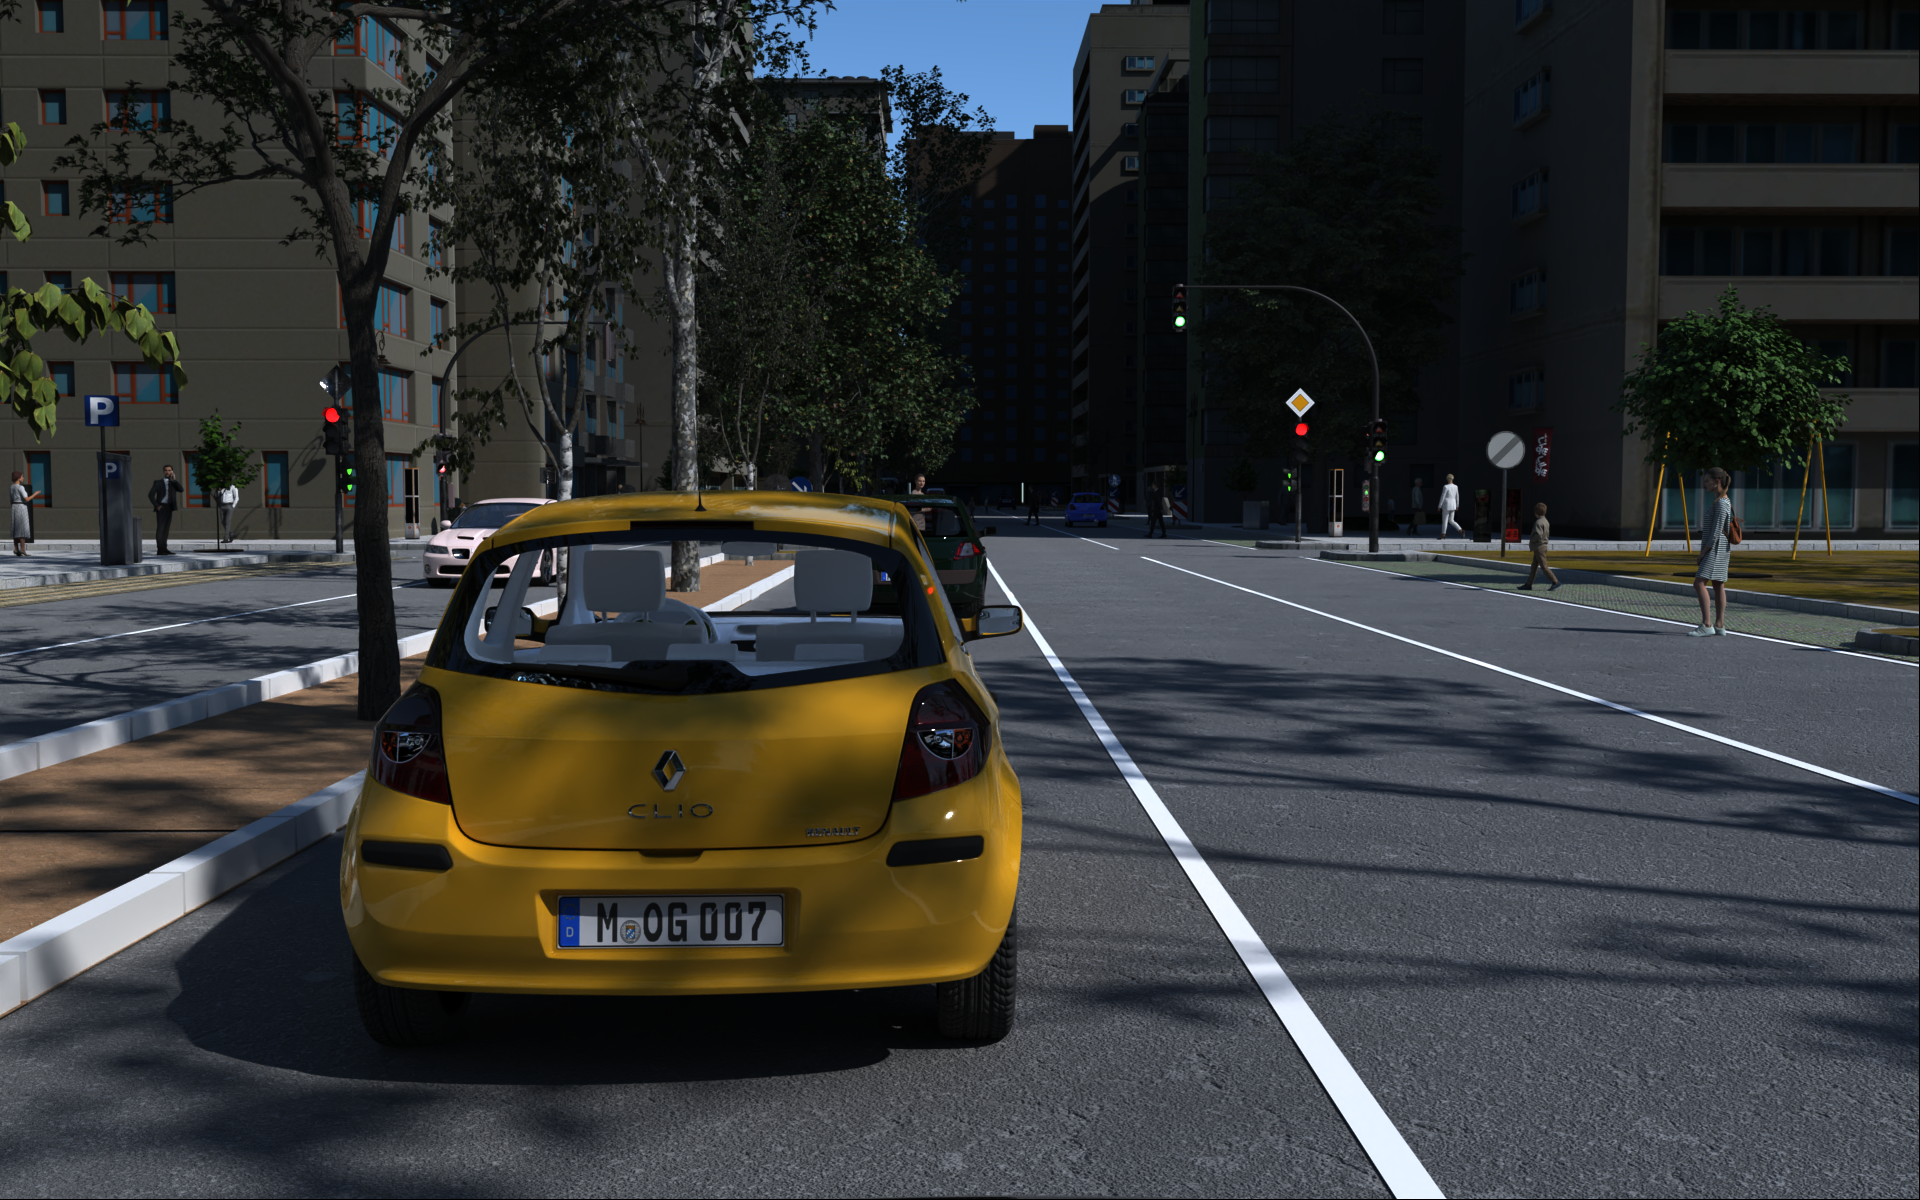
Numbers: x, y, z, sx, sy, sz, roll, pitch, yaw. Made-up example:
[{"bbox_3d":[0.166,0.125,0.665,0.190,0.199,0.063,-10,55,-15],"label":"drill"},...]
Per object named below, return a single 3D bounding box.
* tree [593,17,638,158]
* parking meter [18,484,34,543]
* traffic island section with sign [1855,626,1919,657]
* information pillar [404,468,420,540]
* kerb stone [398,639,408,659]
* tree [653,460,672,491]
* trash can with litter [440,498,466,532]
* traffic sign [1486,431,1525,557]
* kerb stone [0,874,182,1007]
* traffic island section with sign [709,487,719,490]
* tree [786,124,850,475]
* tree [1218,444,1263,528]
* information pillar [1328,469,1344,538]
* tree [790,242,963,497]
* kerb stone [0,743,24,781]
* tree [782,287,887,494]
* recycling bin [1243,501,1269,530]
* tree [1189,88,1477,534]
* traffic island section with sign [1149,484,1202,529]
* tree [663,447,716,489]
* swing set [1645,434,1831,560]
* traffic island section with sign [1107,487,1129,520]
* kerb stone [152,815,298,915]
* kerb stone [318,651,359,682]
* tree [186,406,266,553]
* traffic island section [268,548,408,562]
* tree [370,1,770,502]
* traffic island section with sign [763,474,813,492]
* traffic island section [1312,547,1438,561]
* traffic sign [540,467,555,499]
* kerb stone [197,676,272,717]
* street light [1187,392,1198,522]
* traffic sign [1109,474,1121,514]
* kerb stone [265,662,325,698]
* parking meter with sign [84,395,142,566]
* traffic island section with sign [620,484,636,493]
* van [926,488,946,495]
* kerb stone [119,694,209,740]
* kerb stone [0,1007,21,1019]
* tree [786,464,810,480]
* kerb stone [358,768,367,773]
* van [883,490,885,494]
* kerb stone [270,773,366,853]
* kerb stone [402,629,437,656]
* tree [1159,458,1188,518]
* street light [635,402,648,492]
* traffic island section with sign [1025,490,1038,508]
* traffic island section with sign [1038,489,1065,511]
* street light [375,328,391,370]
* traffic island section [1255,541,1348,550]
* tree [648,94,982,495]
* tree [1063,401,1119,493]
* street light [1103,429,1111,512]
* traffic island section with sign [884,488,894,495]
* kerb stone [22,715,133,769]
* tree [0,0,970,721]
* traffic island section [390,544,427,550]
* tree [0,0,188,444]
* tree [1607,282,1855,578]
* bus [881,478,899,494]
[{"bbox_3d":[-5.245,-10.229,25.589,12.611,20.169,13.585,0,3,0],"label":"tree"},{"bbox_3d":[-24.395,-2.250,45.195,0.372,1.533,0.369,0,3,0],"label":"parking meter"},{"bbox_3d":[9.326,-0.429,15.650,1.989,1.847,2.006,0,4,-1],"label":"traffic island section with sign"},{"bbox_3d":[-15.486,-2.718,48.930,0.304,2.012,0.304,1,4,12],"label":"information pillar"},{"bbox_3d":[-4.884,0.469,14.591,0.120,0.150,1.000,0,4,-1],"label":"kerb stone"},{"bbox_3d":[-16.351,-6.367,98.695,1.663,3.219,1.824,0,3,0],"label":"tree"},{"bbox_3d":[-15.768,-2.593,53.789,0.624,1.170,1.055,0,4,0],"label":"trash can with litter"},{"bbox_3d":[11.065,-2.147,35.212,0.768,2.556,0.104,0,4,4],"label":"traffic sign"},{"bbox_3d":[-2.682,1.030,5.358,0.120,0.150,1.000,0,4,-1],"label":"kerb stone"},{"bbox_3d":[-13.867,-5.446,97.663,1.989,1.847,2.006,0,4,-1],"label":"traffic island section with sign"},{"bbox_3d":[-4.223,-4.997,34.522,4.360,8.622,3.978,0,3,0],"label":"tree"},{"bbox_3d":[11.002,-4.415,66.794,1.663,3.219,1.824,0,3,0],"label":"tree"},{"bbox_3d":[11.099,-2.854,51.147,0.304,2.012,0.304,-1,4,-22],"label":"information pillar"},{"bbox_3d":[-4.342,-10.678,83.691,9.857,13.997,8.962,0,3,0],"label":"tree"},{"bbox_3d":[-4.819,0.844,8.436,0.120,0.150,1.000,0,4,-1],"label":"kerb stone"},{"bbox_3d":[-4.305,-6.774,63.578,4.737,8.622,4.395,0,3,0],"label":"tree"},{"bbox_3d":[10.736,-3.074,62.807,0.722,1.027,0.722,3,4,37],"label":"recycling bin"},{"bbox_3d":[11.625,-9.143,56.151,9.857,13.997,8.962,0,3,0],"label":"tree"},{"bbox_3d":[8.748,-3.791,70.604,1.989,1.847,2.006,0,4,-1],"label":"traffic island section with sign"},{"bbox_3d":[-16.389,-7.383,104.425,4.285,4.588,4.351,0,3,0],"label":"tree"},{"bbox_3d":[16.065,-2.343,35.935,3.119,2.851,2.862,3,5,40],"label":"swing set"},{"bbox_3d":[8.453,-5.439,97.558,1.989,1.847,2.006,0,4,-1],"label":"traffic island section with sign"},{"bbox_3d":[-2.696,0.967,6.380,0.120,0.150,1.000,0,4,-1],"label":"kerb stone"},{"bbox_3d":[-4.874,0.532,13.565,0.120,0.150,1.000,0,4,-1],"label":"kerb stone"},{"bbox_3d":[-16.403,-2.664,38.164,1.663,3.219,1.824,0,3,0],"label":"tree"},{"bbox_3d":[-13.552,-0.948,37.787,2.009,0.180,2.903,0,4,-1],"label":"traffic island section"},{"bbox_3d":[-3.957,-3.941,17.249,4.360,8.622,3.978,0,3,0],"label":"tree"},{"bbox_3d":[-4.149,-2.287,45.528,2.006,1.907,1.989,0,4,-1],"label":"traffic island section with sign"},{"bbox_3d":[9.088,-0.963,38.022,2.009,0.180,2.903,0,4,-1],"label":"traffic island section"},{"bbox_3d":[-15.838,-3.939,66.539,0.606,2.300,0.079,0,4,5],"label":"traffic sign"},{"bbox_3d":[-4.850,0.653,11.515,0.120,0.150,1.000,0,4,-1],"label":"kerb stone"},{"bbox_3d":[10.630,-6.480,78.744,0.468,5.910,1.993,0,4,-1],"label":"street light"},{"bbox_3d":[10.046,-6.874,112.495,0.768,2.556,0.104,0,4,4],"label":"traffic sign"},{"bbox_3d":[-4.858,0.591,12.537,0.120,0.150,1.000,0,4,-1],"label":"kerb stone"},{"bbox_3d":[-15.306,-2.151,31.432,0.543,3.016,1.738,-1,4,-12],"label":"parking meter with sign"},{"bbox_3d":[-13.582,-3.797,70.709,1.989,1.847,2.006,0,4,-1],"label":"traffic island section with sign"},{"bbox_3d":[-1.720,-7.295,126.281,2.013,2.044,4.112,0,4,1],"label":"van"},{"bbox_3d":[-4.839,0.716,10.493,0.120,0.150,1.000,0,4,-1],"label":"kerb stone"},{"bbox_3d":[-2.676,1.095,4.329,0.120,0.150,1.000,0,4,-1],"label":"kerb stone"},{"bbox_3d":[-17.393,-12.382,186.162,4.285,4.588,4.351,0,3,0],"label":"tree"},{"bbox_3d":[-2.718,0.842,8.425,0.120,0.150,1.000,0,4,-1],"label":"kerb stone"},{"bbox_3d":[-7.877,-9.890,168.714,2.013,2.044,4.112,0,4,-1],"label":"van"},{"bbox_3d":[-2.708,0.905,7.403,0.120,0.150,1.000,0,4,-1],"label":"kerb stone"},{"bbox_3d":[-4.896,0.403,15.613,0.120,0.150,1.000,0,4,-1],"label":"kerb stone"},{"bbox_3d":[11.545,-5.956,91.983,1.663,3.219,1.824,0,3,0],"label":"tree"},{"bbox_3d":[-16.049,-6.996,87.180,0.468,5.910,1.993,0,4,-1],"label":"street light"},{"bbox_3d":[7.626,-10.175,174.984,1.989,1.847,2.006,0,4,-1],"label":"traffic island section with sign"},{"bbox_3d":[7.921,-8.526,148.031,1.989,1.847,2.006,0,4,-1],"label":"traffic island section with sign"},{"bbox_3d":[-15.590,-4.487,46.149,0.468,5.910,1.993,0,4,-1],"label":"street light"},{"bbox_3d":[9.003,-1.451,46.007,2.009,0.180,2.903,0,4,-1],"label":"traffic island section"},{"bbox_3d":[-4.161,-7.962,49.636,9.611,12.733,9.660,0,3,0],"label":"tree"},{"bbox_3d":[10.000,-11.150,132.665,4.360,8.622,3.978,0,3,0],"label":"tree"},{"bbox_3d":[10.241,-9.047,120.706,0.468,5.910,1.993,0,4,-1],"label":"street light"},{"bbox_3d":[-4.960,-6.882,120.662,2.006,1.907,1.989,0,4,-1],"label":"traffic island section with sign"},{"bbox_3d":[-4.828,0.779,9.462,0.120,0.150,1.000,0,4,-1],"label":"kerb stone"},{"bbox_3d":[-3.658,-4.535,11.019,8.767,10.594,7.601,0,4,-1],"label":"tree"},{"bbox_3d":[-13.637,-1.437,45.771,2.009,0.180,2.903,0,4,-1],"label":"traffic island section"},{"bbox_3d":[-3.800,-3.173,4.704,4.737,8.622,4.395,0,3,0],"label":"tree"},{"bbox_3d":[11.889,-2.649,27.026,4.285,4.588,4.351,0,3,0],"label":"tree"},{"bbox_3d":[-8.304,-12.020,191.389,2.948,3.499,13.247,0,4,0],"label":"bus"}]
